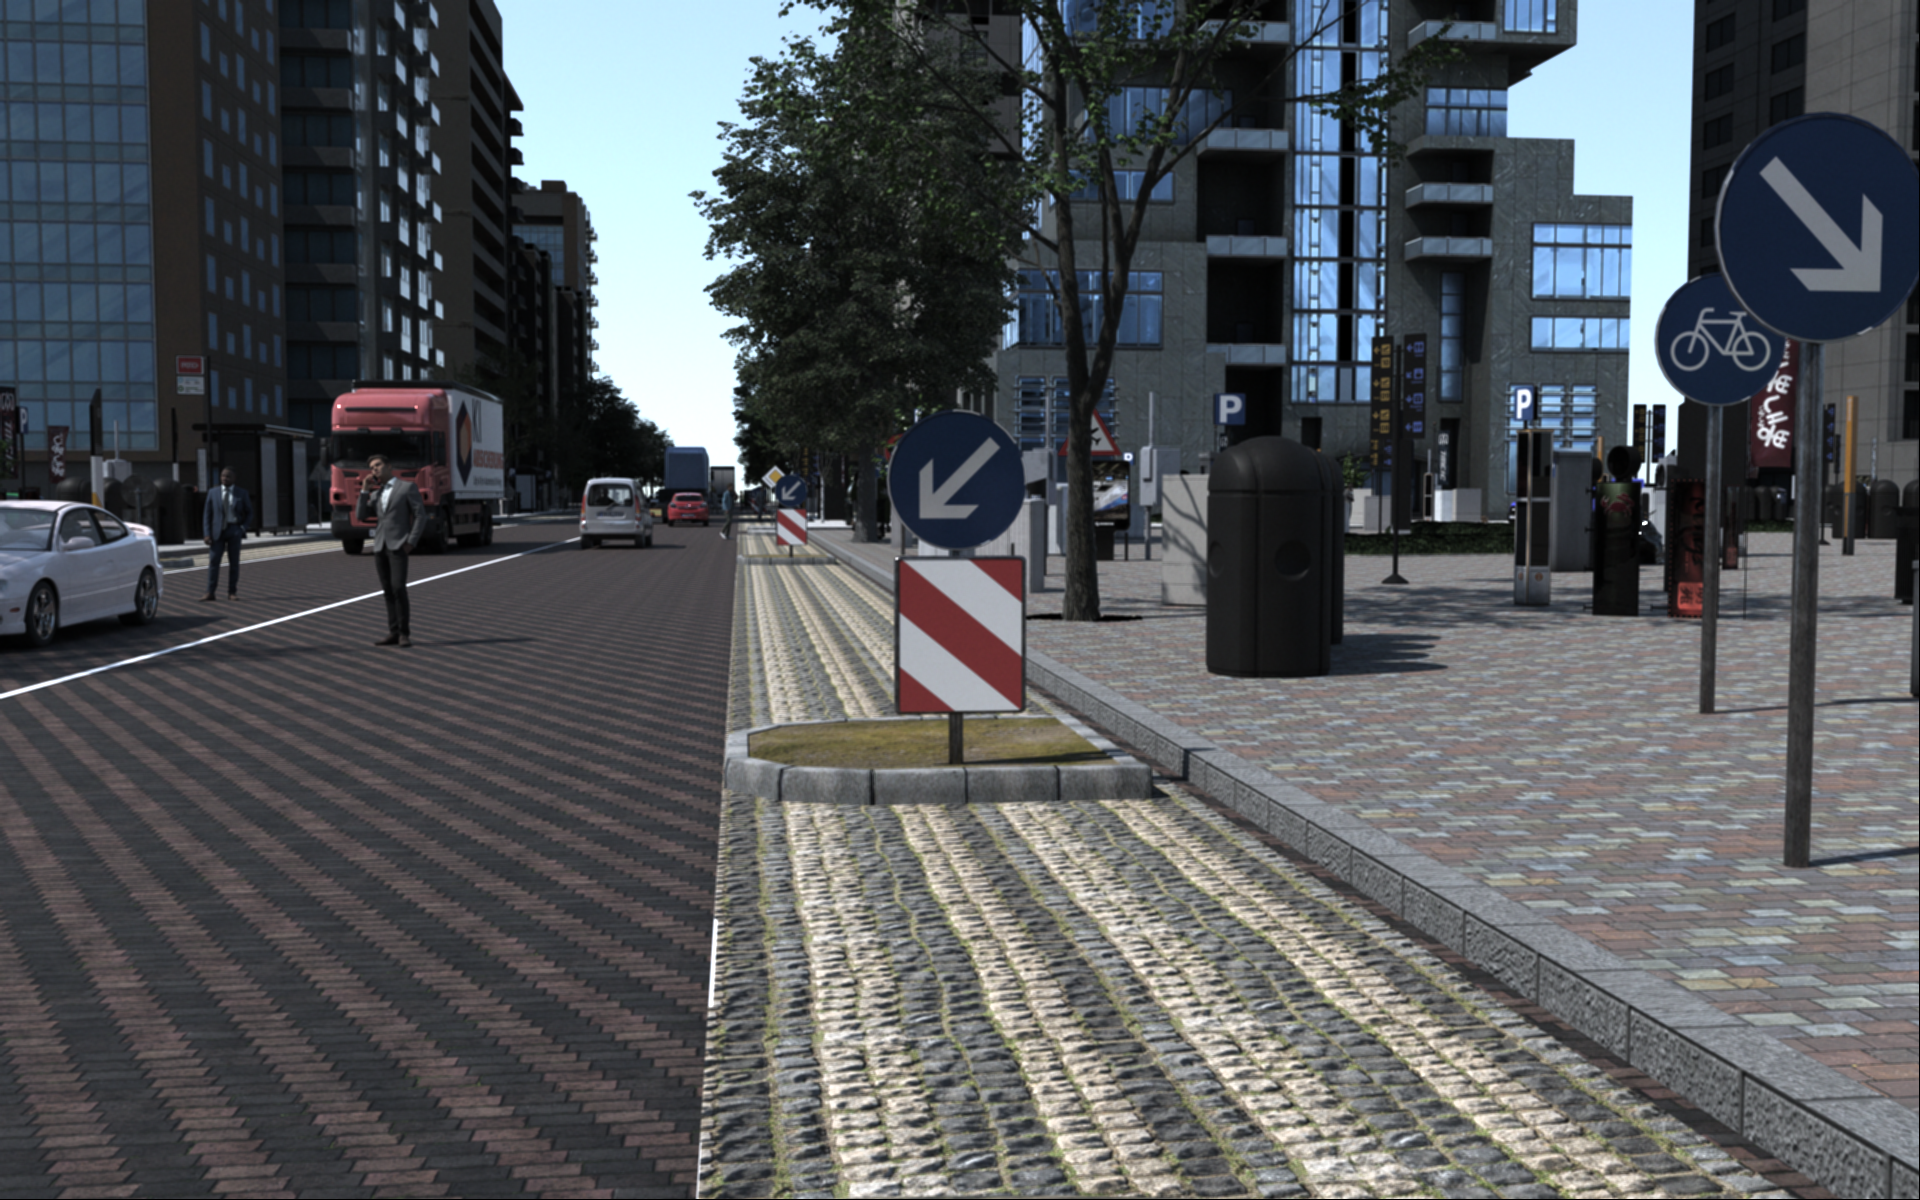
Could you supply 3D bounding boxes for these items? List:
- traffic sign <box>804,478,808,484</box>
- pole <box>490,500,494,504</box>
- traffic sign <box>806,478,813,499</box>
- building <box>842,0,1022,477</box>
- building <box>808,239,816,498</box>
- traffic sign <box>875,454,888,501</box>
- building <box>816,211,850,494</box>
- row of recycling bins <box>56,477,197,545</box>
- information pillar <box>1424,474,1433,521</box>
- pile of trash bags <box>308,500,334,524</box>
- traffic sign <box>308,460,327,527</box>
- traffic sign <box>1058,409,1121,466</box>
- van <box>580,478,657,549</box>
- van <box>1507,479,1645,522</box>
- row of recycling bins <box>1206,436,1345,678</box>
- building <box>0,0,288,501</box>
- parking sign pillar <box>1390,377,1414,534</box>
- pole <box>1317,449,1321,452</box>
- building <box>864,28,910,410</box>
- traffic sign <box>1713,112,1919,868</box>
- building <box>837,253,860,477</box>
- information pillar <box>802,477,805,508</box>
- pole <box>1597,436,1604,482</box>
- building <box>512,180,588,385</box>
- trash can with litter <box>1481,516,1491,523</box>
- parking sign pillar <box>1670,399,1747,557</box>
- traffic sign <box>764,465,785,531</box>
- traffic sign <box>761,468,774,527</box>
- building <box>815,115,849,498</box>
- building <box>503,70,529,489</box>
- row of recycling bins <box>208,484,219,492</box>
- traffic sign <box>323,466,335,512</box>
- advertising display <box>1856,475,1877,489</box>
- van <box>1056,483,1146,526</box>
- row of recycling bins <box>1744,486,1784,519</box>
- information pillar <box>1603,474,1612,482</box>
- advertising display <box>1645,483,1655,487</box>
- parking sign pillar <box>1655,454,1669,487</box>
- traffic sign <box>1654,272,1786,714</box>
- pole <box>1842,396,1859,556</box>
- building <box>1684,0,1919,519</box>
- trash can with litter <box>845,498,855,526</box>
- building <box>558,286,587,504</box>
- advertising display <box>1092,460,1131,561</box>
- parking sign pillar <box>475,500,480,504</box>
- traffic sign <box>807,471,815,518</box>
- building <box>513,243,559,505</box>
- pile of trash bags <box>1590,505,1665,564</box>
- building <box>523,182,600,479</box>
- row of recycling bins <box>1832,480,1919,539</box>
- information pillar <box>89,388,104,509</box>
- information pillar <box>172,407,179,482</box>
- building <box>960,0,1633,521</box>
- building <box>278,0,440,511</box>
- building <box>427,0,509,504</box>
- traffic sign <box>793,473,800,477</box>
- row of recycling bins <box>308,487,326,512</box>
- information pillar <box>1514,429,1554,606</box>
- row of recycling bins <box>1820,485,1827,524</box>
[{"bbox_3d":[-12.425,-8.484,138.711,0.884,2.594,0.081,0,4,1],"label":"traffic sign"},{"bbox_3d":[-30.868,-7.357,114.131,0.158,3.312,0.155,0,3,0],"label":"pole"},{"bbox_3d":[-8.556,-6.167,100.931,0.768,2.556,0.104,0,4,-3],"label":"traffic sign"},{"bbox_3d":[2.481,-36.431,184.884,28.713,52.752,27.495,0,4,-7],"label":"building"},{"bbox_3d":[-18.636,-39.443,295.000,14.600,45.320,14.200,0,4,-7],"label":"building"},{"bbox_3d":[-2.673,-3.364,55.102,0.768,2.556,0.104,0,4,-6],"label":"traffic sign"},{"bbox_3d":[-14.005,-34.820,252.908,14.154,41.232,14.086,0,4,-7],"label":"building"},{"bbox_3d":[-20.778,-2.198,43.051,1.069,1.692,3.534,1,4,21],"label":"row of recycling bins"},{"bbox_3d":[17.226,-3.623,63.727,0.304,2.012,0.304,1,4,14],"label":"information pillar"},{"bbox_3d":[-28.011,-3.942,74.207,3.447,1.369,1.912,-3,5,-40],"label":"pile of trash bags"},{"bbox_3d":[-24.677,-4.083,66.764,0.884,2.594,0.081,0,4,-4],"label":"traffic sign"},{"bbox_3d":[1.797,-1.473,24.081,0.884,2.594,0.081,0,3,0],"label":"traffic sign"},{"bbox_3d":[-9.262,-2.436,46.846,2.013,2.044,4.112,0,4,-6],"label":"van"},{"bbox_3d":[24.386,-3.931,68.651,5.245,2.365,2.240,0,4,-8],"label":"van"},{"bbox_3d":[2.500,-0.402,13.690,1.069,1.692,3.534,1,4,15],"label":"row of recycling bins"},{"bbox_3d":[-40.510,-26.298,80.082,14.600,45.320,14.200,0,4,-7],"label":"building"},{"bbox_3d":[10.309,-3.178,40.435,1.447,3.967,1.447,1,4,12],"label":"parking sign pillar"},{"bbox_3d":[16.217,-5.167,78.324,0.158,3.312,0.155,0,3,0],"label":"pole"},{"bbox_3d":[-1.601,-31.407,163.621,14.600,45.320,14.200,0,4,-7],"label":"building"},{"bbox_3d":[2.885,-0.354,5.895,0.768,2.556,0.104,0,4,-6],"label":"traffic sign"},{"bbox_3d":[-7.641,-26.515,205.214,14.160,30.474,14.107,0,4,-7],"label":"building"},{"bbox_3d":[-8.680,-6.403,96.044,0.183,3.616,0.504,0,4,-8],"label":"information pillar"},{"bbox_3d":[22.706,-4.133,61.422,0.158,3.312,0.155,0,3,0],"label":"pole"},{"bbox_3d":[-61.465,-36.704,250.220,14.600,45.320,14.200,0,4,-7],"label":"building"},{"bbox_3d":[23.238,-4.047,77.559,1.055,1.170,0.624,2,4,27],"label":"trash can with litter"},{"bbox_3d":[15.455,-2.885,35.639,1.447,3.967,1.447,2,4,24],"label":"parking sign pillar"},{"bbox_3d":[-6.397,-3.453,60.095,0.795,2.450,0.064,0,4,-7],"label":"traffic sign"},{"bbox_3d":[-7.400,-3.937,68.017,0.795,2.450,0.064,0,4,-7],"label":"traffic sign"},{"bbox_3d":[-12.416,-44.762,273.858,21.231,58.520,28.212,0,4,-7],"label":"building"},{"bbox_3d":[-55.803,-31.767,174.018,22.147,44.769,28.867,0,4,-7],"label":"building"},{"bbox_3d":[-31.903,-3.978,72.160,3.534,1.692,1.069,1,4,22],"label":"row of recycling bins"},{"bbox_3d":[-24.048,-4.072,66.576,0.884,2.594,0.081,0,4,-2],"label":"traffic sign"},{"bbox_3d":[31.034,-3.328,59.626,0.123,1.923,0.974,-3,4,-36],"label":"advertising display"},{"bbox_3d":[5.006,-3.578,65.515,4.112,2.044,2.013,0,4,-6],"label":"van"},{"bbox_3d":[39.750,-4.870,86.732,3.534,1.692,1.069,-1,4,-15],"label":"row of recycling bins"},{"bbox_3d":[23.832,-3.635,63.926,0.304,2.012,0.304,-3,5,-42],"label":"information pillar"},{"bbox_3d":[41.885,-6.114,105.177,0.974,1.923,0.123,3,5,41],"label":"advertising display"},{"bbox_3d":[42.159,-7.040,103.579,1.447,3.967,1.447,-2,4,-30],"label":"parking sign pillar"},{"bbox_3d":[4.369,-0.608,10.054,0.768,2.556,0.104,0,4,-2],"label":"traffic sign"},{"bbox_3d":[18.569,-2.586,36.118,0.158,3.312,0.155,0,3,0],"label":"pole"},{"bbox_3d":[53.240,-39.833,89.519,20.611,71.187,20.563,0,4,-7],"label":"building"},{"bbox_3d":[-4.260,-3.581,69.938,0.624,1.170,1.055,-1,4,-22],"label":"trash can with litter"},{"bbox_3d":[-58.684,-28.429,236.507,14.160,30.474,14.107,0,4,-7],"label":"building"},{"bbox_3d":[2.774,-1.712,33.197,0.974,1.923,0.123,1,4,12],"label":"advertising display"},{"bbox_3d":[-27.223,-6.609,96.535,1.447,3.967,1.447,2,4,33],"label":"parking sign pillar"},{"bbox_3d":[-7.956,-5.757,94.236,0.768,2.556,0.104,0,4,-3],"label":"traffic sign"},{"bbox_3d":[-54.012,-25.995,196.720,14.160,30.474,14.107,0,4,-7],"label":"building"},{"bbox_3d":[11.330,-1.327,31.449,3.447,1.369,1.912,-3,5,-42],"label":"pile of trash bags"},{"bbox_3d":[-68.422,-39.883,271.692,23.786,49.044,30.456,0,4,-7],"label":"building"},{"bbox_3d":[26.908,-2.593,49.508,3.534,1.692,1.069,1,4,10],"label":"row of recycling bins"},{"bbox_3d":[-18.931,-2.854,38.015,0.183,3.616,0.504,0,4,-7],"label":"information pillar"},{"bbox_3d":[-21.218,-3.396,46.873,0.183,3.616,0.504,-1,4,-18],"label":"information pillar"},{"bbox_3d":[15.629,-47.431,88.163,31.000,86.520,22.319,0,4,-7],"label":"building"},{"bbox_3d":[-47.782,-30.393,116.541,23.786,49.044,30.456,0,4,-7],"label":"building"},{"bbox_3d":[-51.404,-32.130,149.030,21.300,48.544,21.600,0,4,-7],"label":"building"},{"bbox_3d":[-9.704,-6.276,102.723,0.768,2.556,0.104,0,4,-5],"label":"traffic sign"},{"bbox_3d":[-38.035,-5.712,100.504,3.534,1.692,1.069,3,4,37],"label":"row of recycling bins"},{"bbox_3d":[6.578,-0.940,19.866,0.304,2.012,0.304,-1,4,-12],"label":"information pillar"},{"bbox_3d":[37.956,-4.120,74.474,3.534,1.692,1.069,-3,4,-38],"label":"row of recycling bins"}]
